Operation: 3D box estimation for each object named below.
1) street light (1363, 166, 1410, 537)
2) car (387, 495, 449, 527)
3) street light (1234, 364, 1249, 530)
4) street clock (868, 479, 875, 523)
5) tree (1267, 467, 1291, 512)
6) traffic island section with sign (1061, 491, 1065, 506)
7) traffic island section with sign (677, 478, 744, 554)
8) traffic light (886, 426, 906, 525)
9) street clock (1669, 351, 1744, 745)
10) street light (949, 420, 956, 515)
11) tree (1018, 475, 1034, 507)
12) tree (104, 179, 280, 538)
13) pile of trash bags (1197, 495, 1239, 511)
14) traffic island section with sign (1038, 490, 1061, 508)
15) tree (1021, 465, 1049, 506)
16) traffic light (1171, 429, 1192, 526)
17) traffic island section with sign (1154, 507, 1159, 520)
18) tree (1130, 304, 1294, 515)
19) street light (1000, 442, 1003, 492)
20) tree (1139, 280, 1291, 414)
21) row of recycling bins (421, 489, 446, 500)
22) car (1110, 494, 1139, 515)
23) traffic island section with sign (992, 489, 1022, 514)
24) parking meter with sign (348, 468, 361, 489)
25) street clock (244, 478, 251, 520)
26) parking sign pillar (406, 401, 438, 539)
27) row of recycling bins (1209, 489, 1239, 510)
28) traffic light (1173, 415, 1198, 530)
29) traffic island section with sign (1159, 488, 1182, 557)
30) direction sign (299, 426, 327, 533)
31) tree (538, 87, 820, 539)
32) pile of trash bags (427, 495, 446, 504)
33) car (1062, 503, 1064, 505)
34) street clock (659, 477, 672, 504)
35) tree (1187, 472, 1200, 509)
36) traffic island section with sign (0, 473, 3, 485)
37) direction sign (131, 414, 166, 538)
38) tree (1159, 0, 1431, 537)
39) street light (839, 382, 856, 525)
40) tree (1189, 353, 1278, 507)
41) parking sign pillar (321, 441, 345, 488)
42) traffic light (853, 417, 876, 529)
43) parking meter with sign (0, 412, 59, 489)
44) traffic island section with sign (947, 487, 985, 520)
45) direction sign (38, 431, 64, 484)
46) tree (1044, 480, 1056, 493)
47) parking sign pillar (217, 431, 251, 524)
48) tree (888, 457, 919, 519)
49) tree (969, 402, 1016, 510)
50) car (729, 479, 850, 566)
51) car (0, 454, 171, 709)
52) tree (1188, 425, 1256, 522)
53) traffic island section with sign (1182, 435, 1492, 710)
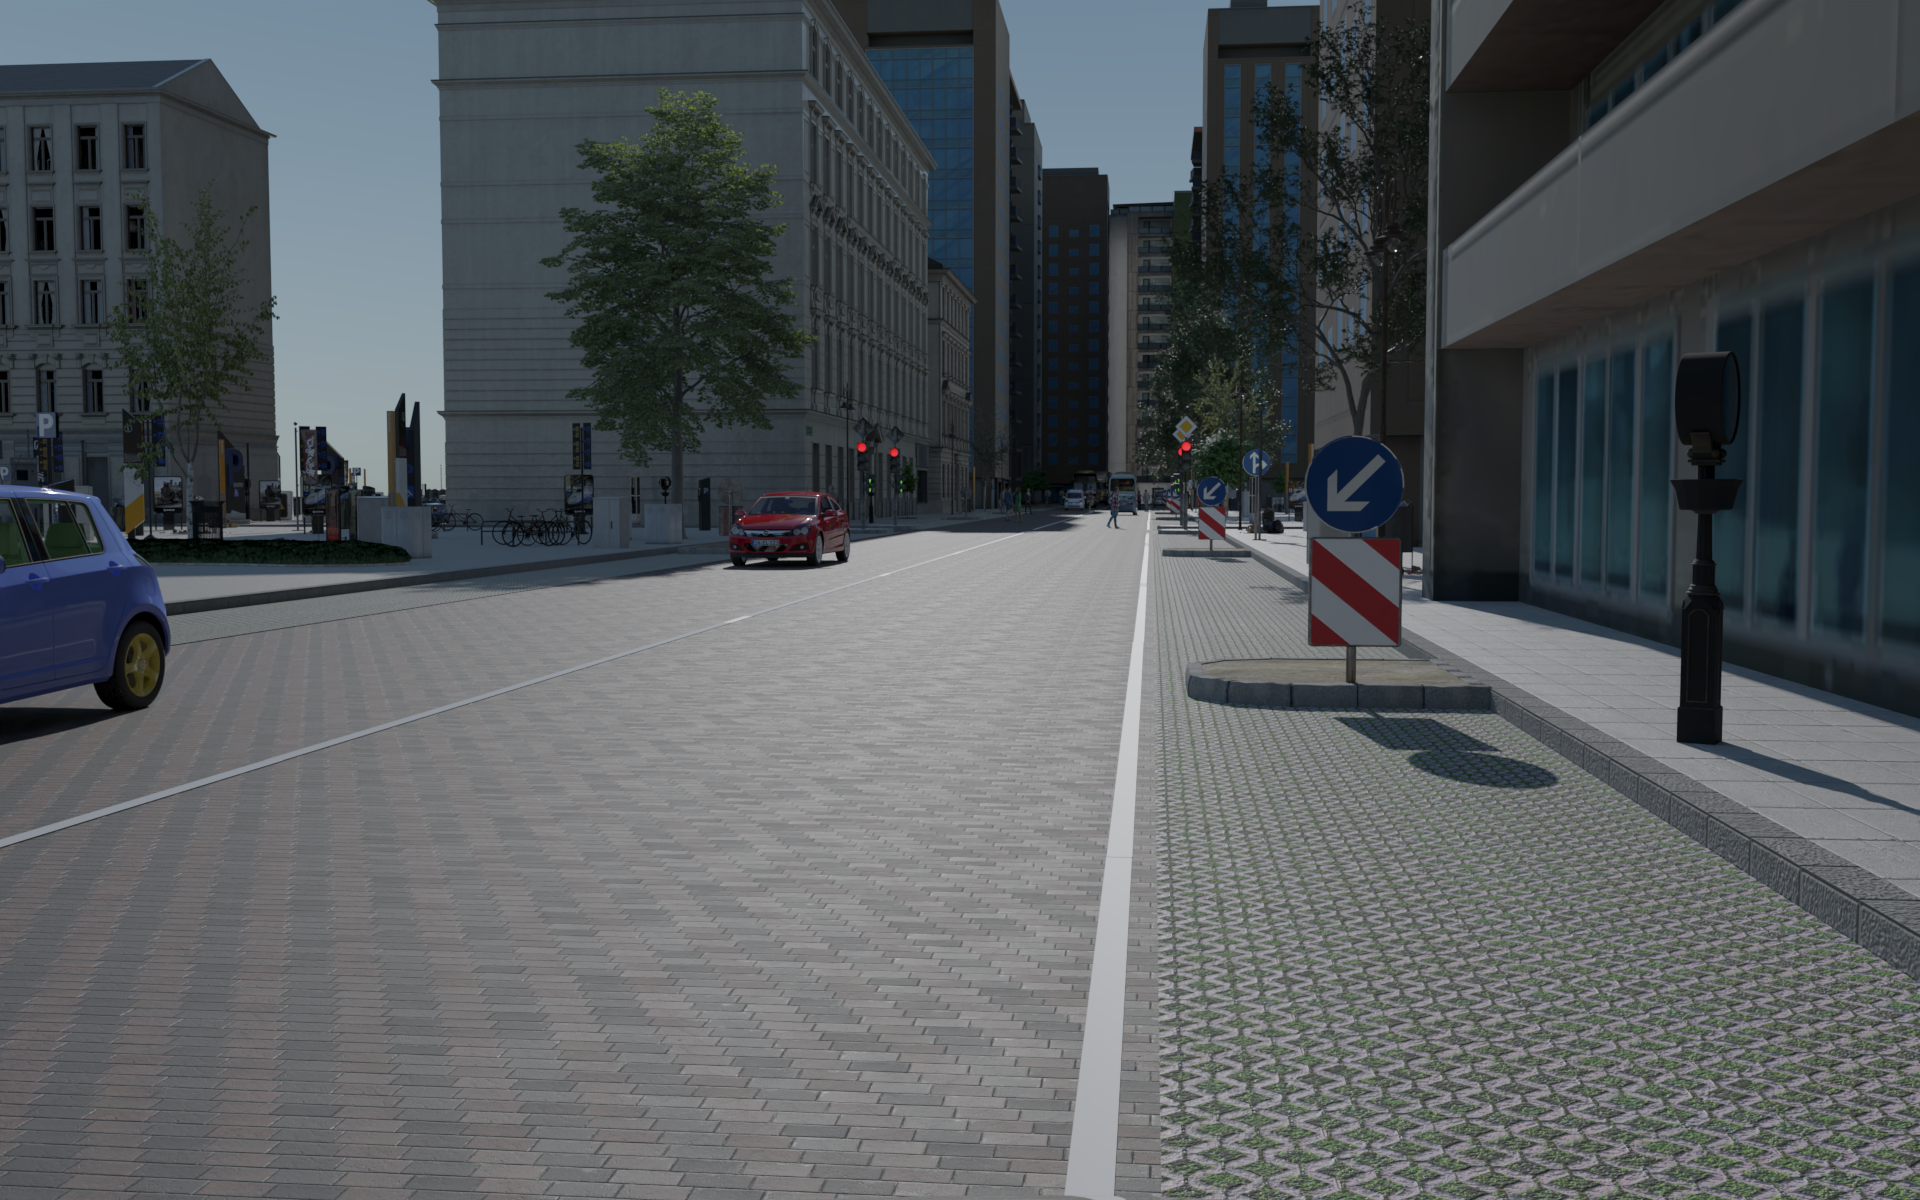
[{"bbox_3d":[6.080,-3.183,24.834,0.468,5.910,1.993,0,4,6],"label":"street light"},{"bbox_3d":[-23.088,-3.570,70.367,4.499,1.417,2.014,1,4,8],"label":"car"},{"bbox_3d":[9.970,-5.423,61.458,0.468,5.910,1.993,0,4,6],"label":"street light"},{"bbox_3d":[-3.893,-4.366,75.960,0.358,2.002,0.471,0,4,8],"label":"street clock"},{"bbox_3d":[22.952,-7.886,123.531,1.663,3.219,1.824,0,3,0],"label":"tree"},{"bbox_3d":[11.761,-11.660,199.273,1.989,1.847,2.006,0,4,6],"label":"traffic island section with sign"},{"bbox_3d":[-5.606,-2.029,41.809,1.989,1.847,2.006,0,4,6],"label":"traffic island section with sign"},{"bbox_3d":[-2.644,-5.034,71.229,0.839,4.253,0.868,0,4,6],"label":"traffic light"},{"bbox_3d":[3.830,-0.265,8.910,0.358,2.002,0.471,2,4,35],"label":"street clock"},{"bbox_3d":[-0.486,-8.309,108.637,0.468,5.910,1.993,0,4,6],"label":"street light"},{"bbox_3d":[6.753,-11.128,176.541,1.663,3.219,1.824,0,3,0],"label":"tree"},{"bbox_3d":[-18.271,-5.540,40.943,4.737,8.622,4.395,0,3,0],"label":"tree"},{"bbox_3d":[19.643,-7.447,131.516,3.447,1.369,1.912,1,4,17],"label":"pile of trash bags"},{"bbox_3d":[8.806,-10.022,172.479,1.989,1.847,2.006,0,4,6],"label":"traffic island section with sign"},{"bbox_3d":[8.347,-12.791,192.854,4.285,4.588,4.351,0,3,0],"label":"tree"},{"bbox_3d":[8.949,-4.957,69.970,0.839,4.253,0.868,0,4,6],"label":"traffic light"},{"bbox_3d":[11.752,-5.285,95.035,1.989,1.847,2.006,0,4,6],"label":"traffic island section with sign"},{"bbox_3d":[14.899,-11.450,104.209,9.611,12.733,9.660,0,3,0],"label":"tree"},{"bbox_3d":[3.527,-10.570,145.610,0.468,5.910,1.993,0,4,6],"label":"street light"},{"bbox_3d":[20.914,-17.460,141.361,12.611,20.169,13.585,0,3,0],"label":"tree"},{"bbox_3d":[-39.948,-7.603,131.425,3.534,1.692,1.069,3,5,42],"label":"row of recycling bins"},{"bbox_3d":[11.211,-6.503,118.330,2.014,1.417,4.499,0,4,8],"label":"car"},{"bbox_3d":[3.363,-6.999,123.062,1.989,1.847,2.006,0,4,6],"label":"traffic island section with sign"},{"bbox_3d":[-39.578,-7.127,112.786,0.543,3.016,1.738,0,4,2],"label":"parking meter with sign"},{"bbox_3d":[-33.059,-4.630,80.273,0.358,2.002,0.471,0,4,4],"label":"street clock"},{"bbox_3d":[-15.802,-3.752,49.815,1.447,3.967,1.447,-1,4,-10],"label":"parking sign pillar"},{"bbox_3d":[20.894,-7.932,136.798,1.069,1.692,3.534,-3,5,-44],"label":"row of recycling bins"},{"bbox_3d":[8.073,-4.472,62.033,0.839,4.253,0.868,0,4,6],"label":"traffic light"},{"bbox_3d":[5.672,-1.916,39.952,1.989,1.847,2.006,0,4,6],"label":"traffic island section with sign"},{"bbox_3d":[-21.565,-4.025,57.805,0.876,3.537,0.379,-2,4,-33],"label":"direction sign"},{"bbox_3d":[-7.832,-7.982,48.629,7.486,12.596,7.792,0,3,0],"label":"tree"},{"bbox_3d":[-34.135,-6.412,114.586,1.912,1.369,3.447,1,4,13],"label":"pile of trash bags"},{"bbox_3d":[13.652,-12.779,218.533,1.945,1.707,3.694,0,4,5],"label":"car"},{"bbox_3d":[-12.191,-4.104,71.665,0.471,2.002,0.358,1,4,20],"label":"street clock"},{"bbox_3d":[20.543,-9.553,150.799,1.663,3.219,1.824,0,3,0],"label":"tree"},{"bbox_3d":[-8.636,-0.352,14.383,1.989,1.847,2.006,0,4,6],"label":"traffic island section with sign"},{"bbox_3d":[-23.124,-3.511,49.400,0.876,3.537,0.379,-2,4,-32],"label":"direction sign"},{"bbox_3d":[7.473,-6.044,33.236,8.767,10.594,7.601,2,4,32],"label":"tree"},{"bbox_3d":[-4.659,-6.053,71.749,0.468,5.910,1.993,0,4,6],"label":"street light"},{"bbox_3d":[14.132,-8.580,90.653,4.360,8.622,3.978,0,3,0],"label":"tree"},{"bbox_3d":[-31.675,-6.056,87.487,1.447,3.967,1.447,2,4,32],"label":"parking sign pillar"},{"bbox_3d":[-3.520,-4.549,63.292,0.839,4.253,0.868,0,4,6],"label":"traffic light"},{"bbox_3d":[-19.729,-2.444,36.224,0.543,3.016,1.738,1,4,19],"label":"parking meter with sign"},{"bbox_3d":[0.366,-5.347,96.046,1.989,1.847,2.006,0,4,6],"label":"traffic island section with sign"},{"bbox_3d":[-32.662,-4.298,62.267,0.379,3.537,0.876,2,4,35],"label":"direction sign"},{"bbox_3d":[11.245,-13.963,222.896,1.663,3.219,1.824,0,3,0],"label":"tree"},{"bbox_3d":[-31.166,-5.238,74.114,1.447,3.967,1.447,1,4,10],"label":"parking sign pillar"},{"bbox_3d":[-2.735,-5.870,90.574,1.663,3.219,1.824,0,3,0],"label":"tree"},{"bbox_3d":[2.223,-11.531,138.897,4.360,8.622,3.978,0,3,0],"label":"tree"},{"bbox_3d":[-3.491,-1.644,35.919,2.155,1.783,4.494,0,4,8],"label":"car"},{"bbox_3d":[-6.373,-0.045,10.330,1.945,1.707,3.694,0,4,4],"label":"car"},{"bbox_3d":[12.442,-5.975,81.413,4.285,4.588,4.351,0,3,0],"label":"tree"},{"bbox_3d":[2.641,-0.236,12.480,1.989,1.847,2.006,0,4,6],"label":"traffic island section with sign"}]
